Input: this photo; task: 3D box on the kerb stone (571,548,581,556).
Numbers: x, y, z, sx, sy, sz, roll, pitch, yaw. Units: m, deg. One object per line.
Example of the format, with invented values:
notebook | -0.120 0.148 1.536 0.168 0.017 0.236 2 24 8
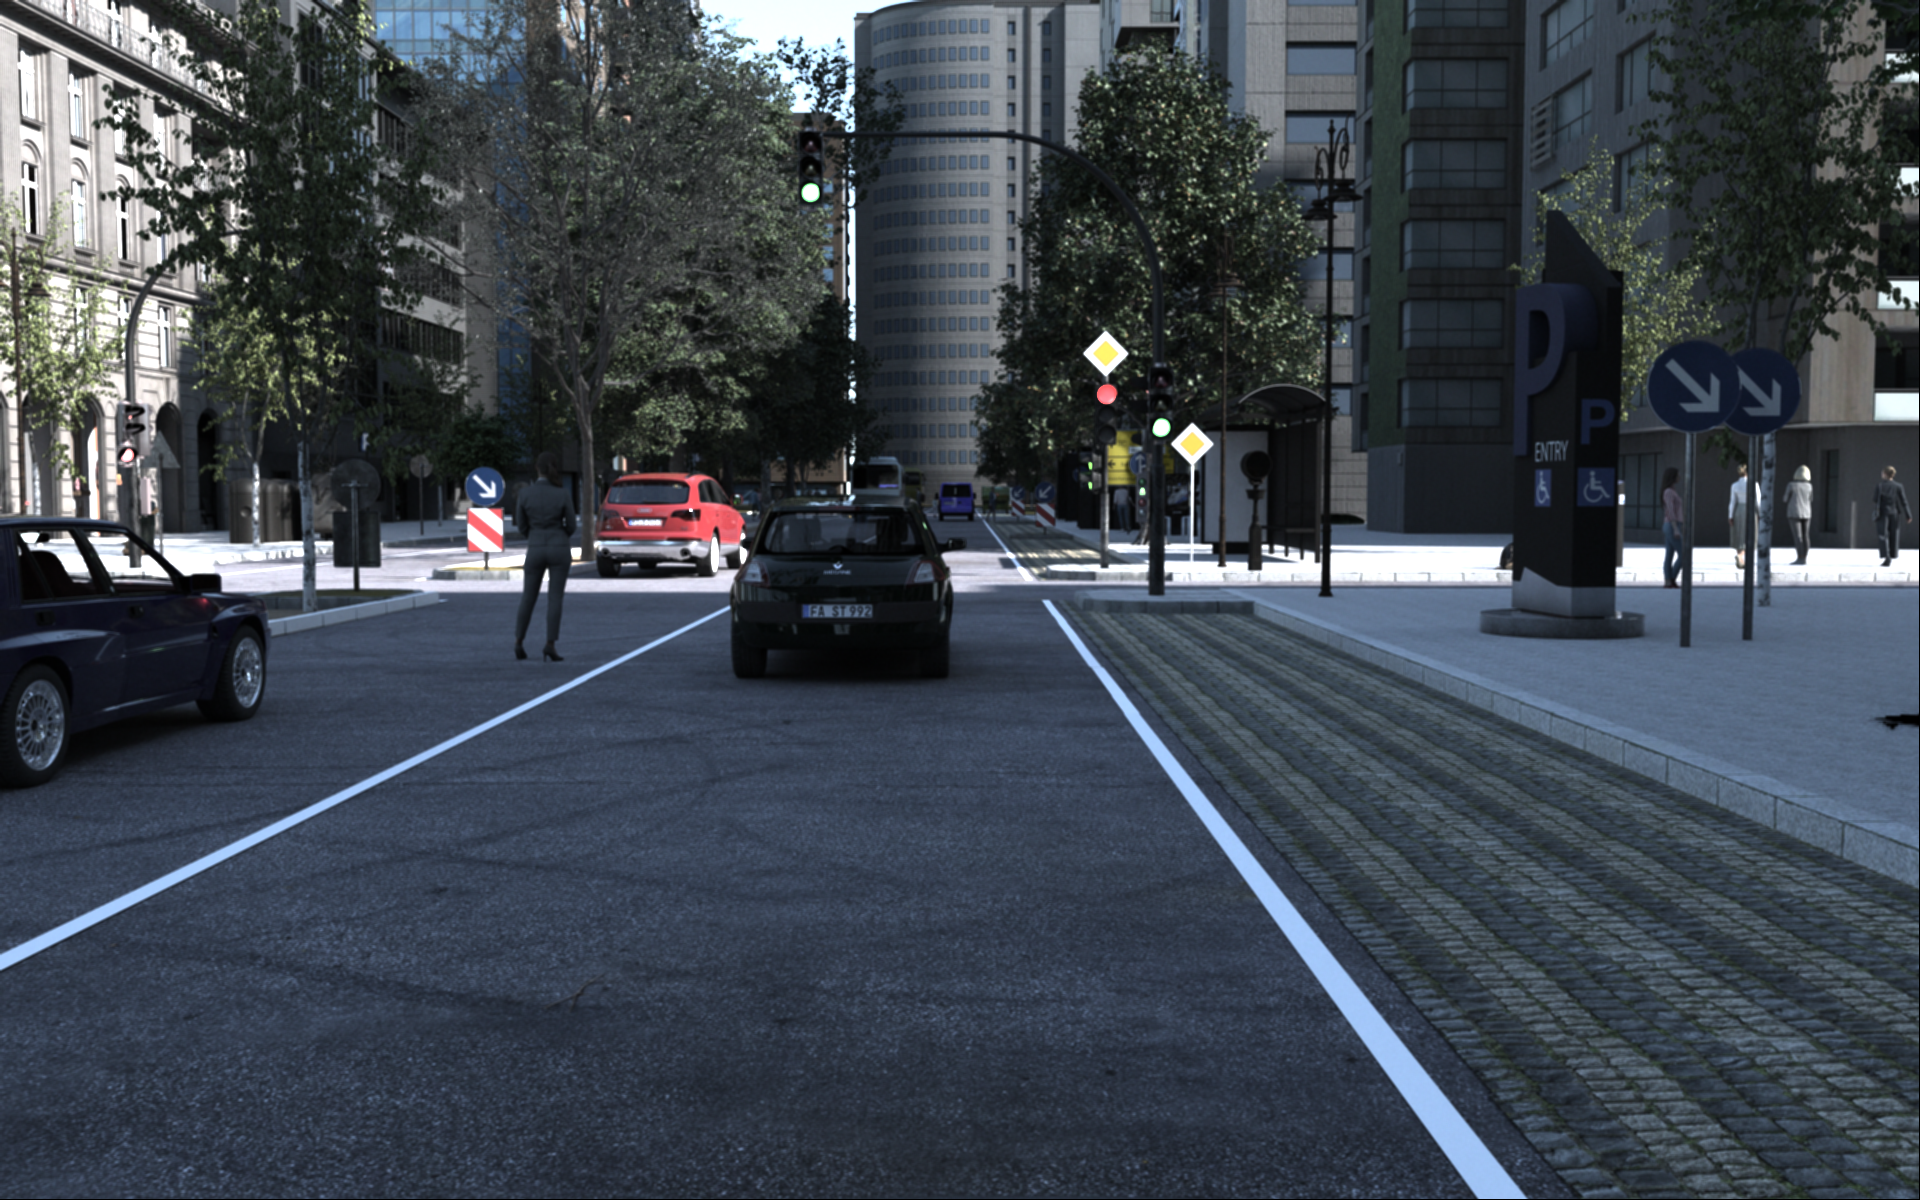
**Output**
kerb stone | -8.994 -1.102 40.295 0.120 0.150 1.000 0 3 0

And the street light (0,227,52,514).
street light | -16.377 -3.508 30.149 0.468 5.910 1.993 0 3 0

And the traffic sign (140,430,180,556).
traffic sign | -16.365 -2.166 35.423 0.884 2.594 0.081 0 4 7

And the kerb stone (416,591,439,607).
kerb stone | -6.929 -0.008 22.325 0.120 0.150 1.000 0 3 0

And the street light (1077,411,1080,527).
street light | 4.618 -5.777 67.240 0.468 5.910 1.993 0 3 0

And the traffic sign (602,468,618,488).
traffic sign | -17.054 -5.155 84.390 0.768 2.556 0.104 0 4 4

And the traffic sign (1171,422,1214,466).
traffic sign | 4.275 -1.960 31.780 0.795 2.593 0.064 0 4 6

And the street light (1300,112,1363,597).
street light | 4.584 -2.981 21.532 0.468 5.910 1.993 0 3 0

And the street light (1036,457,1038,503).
street light | 4.645 -8.067 104.677 0.468 5.910 1.993 0 3 0

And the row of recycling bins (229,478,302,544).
row of recycling bins | -18.469 -2.394 46.247 1.069 1.692 3.534 0 4 -1

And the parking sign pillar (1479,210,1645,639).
parking sign pillar | 5.550 -1.676 15.880 1.447 3.967 1.447 0 4 -5

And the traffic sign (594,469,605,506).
traffic sign | -18.521 -5.433 88.933 0.768 2.556 0.104 0 4 7

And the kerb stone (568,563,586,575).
kerb stone | -6.918 -0.543 31.070 0.120 0.150 1.000 0 3 0

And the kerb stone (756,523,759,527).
kerb stone | -8.937 -3.238 75.144 0.120 0.150 1.000 0 3 0

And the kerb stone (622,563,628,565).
kerb stone | -6.905 -0.857 36.206 0.120 0.150 1.000 0 3 0

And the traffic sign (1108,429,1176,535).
traffic sign | 5.620 -3.701 54.382 2.265 3.308 0.079 0 4 4

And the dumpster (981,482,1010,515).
dumpster | 2.466 -7.043 120.104 1.985 2.255 1.502 0 4 -1

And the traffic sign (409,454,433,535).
traffic sign | -16.790 -3.295 53.980 0.768 2.556 0.104 0 4 6

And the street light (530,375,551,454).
street light | -16.254 -5.775 67.201 0.468 5.910 1.993 0 3 0

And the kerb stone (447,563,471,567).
kerb stone | -9.015 -0.542 31.065 0.120 0.150 1.000 0 3 0

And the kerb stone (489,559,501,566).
kerb stone | -9.015 -0.668 33.109 0.120 0.150 1.000 0 3 0

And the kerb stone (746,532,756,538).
kerb stone | -6.870 -2.106 56.701 0.120 0.150 1.000 0 3 0

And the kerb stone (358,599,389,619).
kerb stone | -6.940 0.120 20.259 0.120 0.150 1.000 0 3 0

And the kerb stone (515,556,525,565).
kerb stone | -9.012 -0.794 35.171 0.120 0.150 1.000 0 3 0

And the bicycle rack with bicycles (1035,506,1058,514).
bicycle rack with bicycles | 5.503 -4.974 94.710 2.925 0.926 2.852 -1 4 -17

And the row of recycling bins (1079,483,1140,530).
row of recycling bins | 5.720 -3.396 62.638 3.534 1.692 1.069 3 5 44

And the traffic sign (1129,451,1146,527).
traffic sign | 5.383 -3.125 51.196 0.768 2.556 0.104 0 4 5

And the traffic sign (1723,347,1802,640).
traffic sign | 6.926 -0.921 15.157 0.768 2.556 0.104 0 4 3

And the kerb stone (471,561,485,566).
kerb stone | -9.018 -0.603 32.087 0.120 0.150 1.000 0 3 0

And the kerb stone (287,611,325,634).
kerb stone | -6.946 0.247 18.204 0.120 0.150 1.000 0 3 0

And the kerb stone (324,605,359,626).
kerb stone | -6.941 0.181 19.237 0.120 0.150 1.000 0 3 0

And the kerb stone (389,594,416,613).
kerb stone | -6.937 0.061 21.290 0.120 0.150 1.000 0 3 0

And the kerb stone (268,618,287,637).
kerb stone | -6.955 0.307 17.182 0.120 0.150 1.000 0 3 0

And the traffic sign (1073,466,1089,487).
traffic sign | 5.578 -4.857 79.520 0.768 2.556 0.104 1 4 9

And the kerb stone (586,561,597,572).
kerb stone | -6.912 -0.605 32.103 0.120 0.150 1.000 0 3 0

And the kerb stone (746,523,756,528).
kerb stone | -8.938 -3.176 74.121 0.120 0.150 1.000 0 3 0

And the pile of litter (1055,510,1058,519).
pile of litter | 5.643 -4.715 91.052 1.719 0.858 1.176 0 4 1

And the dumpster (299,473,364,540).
dumpster | -17.154 -2.543 47.329 1.264 1.857 1.865 0 4 0

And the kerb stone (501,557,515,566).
kerb stone | -9.007 -0.730 34.135 0.120 0.150 1.000 0 3 0

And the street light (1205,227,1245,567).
street light | 4.606 -3.515 30.260 0.468 5.910 1.993 0 3 0

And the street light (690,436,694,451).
street light | -16.247 -8.068 104.697 0.468 5.910 1.993 0 3 0

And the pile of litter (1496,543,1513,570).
pile of litter | 9.932 -0.949 29.486 1.719 0.858 1.176 0 4 3

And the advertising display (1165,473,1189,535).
advertising display | 6.737 -2.981 53.960 0.974 1.923 0.123 -3 4 -36

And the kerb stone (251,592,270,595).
kerb stone | -9.042 0.000 22.301 0.120 0.150 1.000 0 3 0
